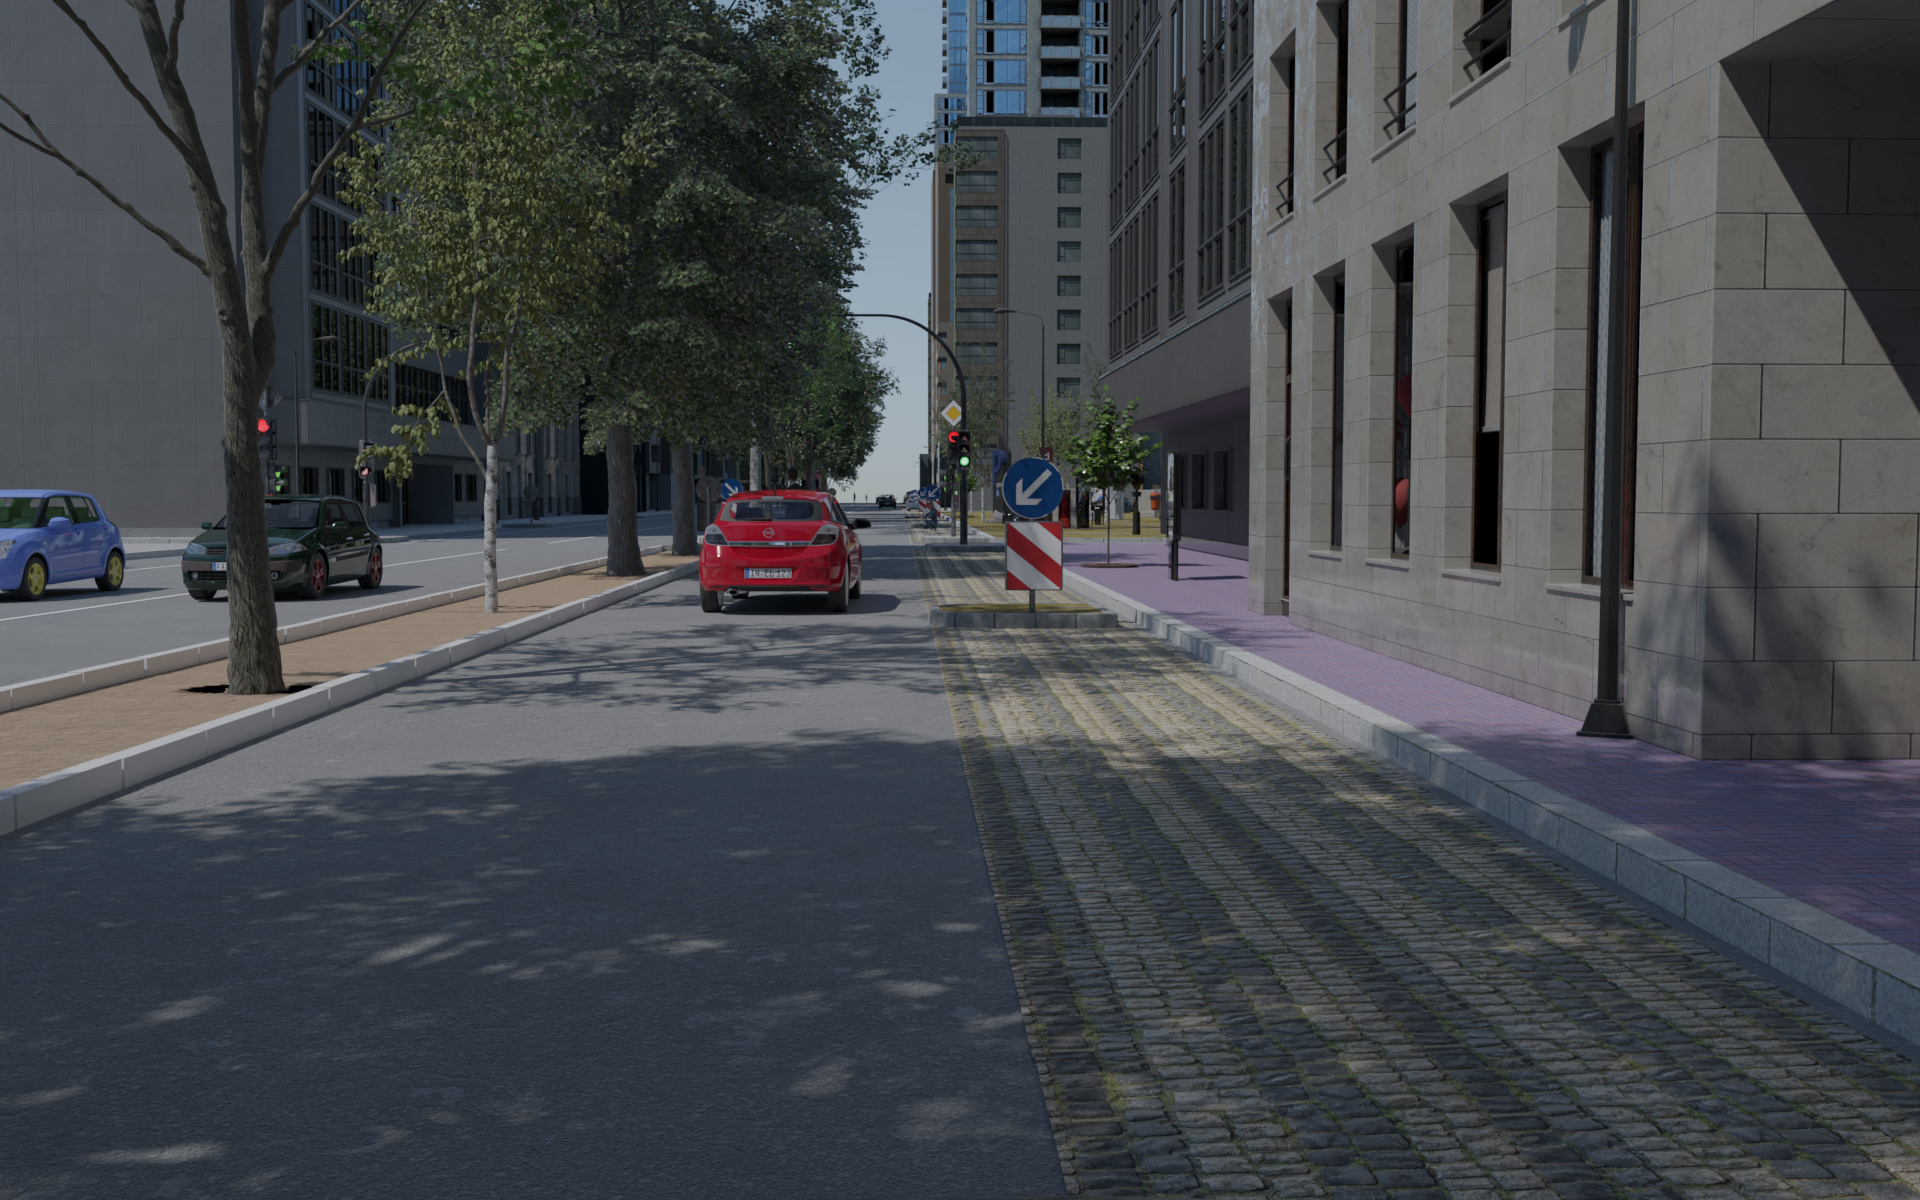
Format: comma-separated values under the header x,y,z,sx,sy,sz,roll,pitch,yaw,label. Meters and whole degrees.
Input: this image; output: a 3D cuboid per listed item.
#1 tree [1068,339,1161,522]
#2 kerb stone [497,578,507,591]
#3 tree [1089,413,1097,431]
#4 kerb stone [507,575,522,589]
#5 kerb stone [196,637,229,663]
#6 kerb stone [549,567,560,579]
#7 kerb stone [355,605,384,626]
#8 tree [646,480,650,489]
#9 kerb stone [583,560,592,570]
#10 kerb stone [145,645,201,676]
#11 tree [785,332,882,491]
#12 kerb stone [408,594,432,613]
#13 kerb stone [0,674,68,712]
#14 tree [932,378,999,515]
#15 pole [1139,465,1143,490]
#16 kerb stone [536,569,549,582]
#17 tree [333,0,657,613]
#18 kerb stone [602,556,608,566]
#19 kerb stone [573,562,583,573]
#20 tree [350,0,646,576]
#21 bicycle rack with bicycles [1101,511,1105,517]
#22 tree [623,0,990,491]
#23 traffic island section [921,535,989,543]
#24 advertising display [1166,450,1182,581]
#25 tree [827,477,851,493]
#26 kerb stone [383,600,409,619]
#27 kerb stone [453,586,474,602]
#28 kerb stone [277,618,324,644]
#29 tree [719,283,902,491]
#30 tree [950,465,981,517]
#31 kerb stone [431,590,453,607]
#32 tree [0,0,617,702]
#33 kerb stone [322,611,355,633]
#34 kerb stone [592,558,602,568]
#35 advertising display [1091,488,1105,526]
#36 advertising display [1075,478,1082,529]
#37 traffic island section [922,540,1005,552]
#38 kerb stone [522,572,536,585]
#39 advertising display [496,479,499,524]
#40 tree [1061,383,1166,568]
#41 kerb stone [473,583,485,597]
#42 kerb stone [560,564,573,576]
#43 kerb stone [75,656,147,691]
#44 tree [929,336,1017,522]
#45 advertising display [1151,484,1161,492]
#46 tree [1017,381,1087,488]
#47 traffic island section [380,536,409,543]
x,y,z,sx,sy,sz,roll,pitch,yaw,label
6.758,-7.833,78.436,4.360,8.622,3.978,0,3,0,tree
-6.821,-0.189,25.278,0.120,0.150,1.000,0,4,-2,kerb stone
7.670,-10.395,120.328,4.737,8.622,4.395,0,3,0,tree
-6.866,-0.251,26.300,0.120,0.150,1.000,0,4,-2,kerb stone
-6.465,0.437,15.044,0.120,0.150,1.000,0,4,-2,kerb stone
-6.978,-0.437,29.371,0.120,0.150,1.000,0,4,-2,kerb stone
-6.608,0.188,19.141,0.120,0.150,1.000,0,4,-2,kerb stone
-23.298,-7.947,124.537,1.663,3.219,1.824,0,3,0,tree
-7.081,-0.627,32.440,0.120,0.150,1.000,0,4,-2,kerb stone
-6.427,0.500,14.023,0.120,0.150,1.000,0,4,-2,kerb stone
-8.294,-10.863,98.188,7.486,12.596,7.792,0,3,0,tree
-6.683,0.067,21.185,0.120,0.150,1.000,0,4,-2,kerb stone
-6.352,0.632,11.960,0.120,0.150,1.000,0,4,-2,kerb stone
0.496,-9.620,107.651,4.737,8.622,4.395,0,3,0,tree
10.624,-6.599,101.739,0.158,3.312,0.155,0,3,0,pole
-6.932,-0.376,28.349,0.120,0.150,1.000,0,4,-2,kerb stone
-5.664,-4.154,20.738,4.737,8.622,4.395,0,3,0,tree
-7.148,-0.753,34.499,0.120,0.150,1.000,0,4,-2,kerb stone
-7.043,-0.564,31.418,0.120,0.150,1.000,0,4,-2,kerb stone
-5.847,-7.382,29.808,9.857,13.997,8.962,0,3,0,tree
7.032,-4.986,94.900,2.852,0.926,2.925,-2,4,-35,bicycle rack with bicycles
-5.721,-12.197,57.767,12.611,20.169,13.585,0,3,0,tree
-0.171,-1.817,51.985,2.009,0.180,2.903,0,4,-2,traffic island section
3.193,-1.264,25.888,0.123,1.923,0.974,0,4,1,advertising display
-9.507,-10.539,125.128,4.360,8.622,3.978,0,3,0,tree
-6.646,0.125,20.163,0.120,0.150,1.000,0,4,-2,kerb stone
-6.744,-0.061,23.235,0.120,0.150,1.000,0,4,-2,kerb stone
-6.528,0.318,17.094,0.120,0.150,1.000,0,4,-2,kerb stone
-7.803,-10.404,89.563,9.611,12.733,9.660,0,3,0,tree
0.116,-6.417,99.525,1.663,3.219,1.824,0,3,0,tree
-6.718,0.000,22.206,0.120,0.150,1.000,0,4,-2,kerb stone
-5.177,-5.138,12.226,9.928,11.665,9.643,0,3,0,tree
-6.571,0.249,18.120,0.120,0.150,1.000,0,4,-2,kerb stone
-7.119,-0.689,33.466,0.120,0.150,1.000,0,4,-2,kerb stone
5.656,-4.025,71.021,0.123,1.923,0.974,-2,4,-26,advertising display
4.393,-3.594,63.982,0.123,1.923,0.974,1,4,12,advertising display
0.111,-1.329,44.005,2.009,0.180,2.903,0,4,-2,traffic island section
-6.898,-0.314,27.328,0.120,0.150,1.000,0,4,-2,kerb stone
-19.798,-4.190,73.716,0.123,1.923,0.974,0,4,-1,advertising display
2.565,-2.194,30.476,1.663,3.219,1.824,0,3,0,tree
-6.791,-0.123,24.256,0.120,0.150,1.000,0,4,-2,kerb stone
-6.999,-0.501,30.393,0.120,0.150,1.000,0,4,-2,kerb stone
-6.396,0.565,12.989,0.120,0.150,1.000,0,4,-2,kerb stone
0.859,-7.915,79.773,4.360,8.622,3.978,0,3,0,tree
12.623,-6.476,111.092,0.123,1.923,0.974,-2,4,-32,advertising display
5.484,-10.012,114.052,4.737,8.622,4.395,0,3,0,tree
-17.602,-1.780,51.376,2.009,0.180,2.903,0,4,-2,traffic island section
